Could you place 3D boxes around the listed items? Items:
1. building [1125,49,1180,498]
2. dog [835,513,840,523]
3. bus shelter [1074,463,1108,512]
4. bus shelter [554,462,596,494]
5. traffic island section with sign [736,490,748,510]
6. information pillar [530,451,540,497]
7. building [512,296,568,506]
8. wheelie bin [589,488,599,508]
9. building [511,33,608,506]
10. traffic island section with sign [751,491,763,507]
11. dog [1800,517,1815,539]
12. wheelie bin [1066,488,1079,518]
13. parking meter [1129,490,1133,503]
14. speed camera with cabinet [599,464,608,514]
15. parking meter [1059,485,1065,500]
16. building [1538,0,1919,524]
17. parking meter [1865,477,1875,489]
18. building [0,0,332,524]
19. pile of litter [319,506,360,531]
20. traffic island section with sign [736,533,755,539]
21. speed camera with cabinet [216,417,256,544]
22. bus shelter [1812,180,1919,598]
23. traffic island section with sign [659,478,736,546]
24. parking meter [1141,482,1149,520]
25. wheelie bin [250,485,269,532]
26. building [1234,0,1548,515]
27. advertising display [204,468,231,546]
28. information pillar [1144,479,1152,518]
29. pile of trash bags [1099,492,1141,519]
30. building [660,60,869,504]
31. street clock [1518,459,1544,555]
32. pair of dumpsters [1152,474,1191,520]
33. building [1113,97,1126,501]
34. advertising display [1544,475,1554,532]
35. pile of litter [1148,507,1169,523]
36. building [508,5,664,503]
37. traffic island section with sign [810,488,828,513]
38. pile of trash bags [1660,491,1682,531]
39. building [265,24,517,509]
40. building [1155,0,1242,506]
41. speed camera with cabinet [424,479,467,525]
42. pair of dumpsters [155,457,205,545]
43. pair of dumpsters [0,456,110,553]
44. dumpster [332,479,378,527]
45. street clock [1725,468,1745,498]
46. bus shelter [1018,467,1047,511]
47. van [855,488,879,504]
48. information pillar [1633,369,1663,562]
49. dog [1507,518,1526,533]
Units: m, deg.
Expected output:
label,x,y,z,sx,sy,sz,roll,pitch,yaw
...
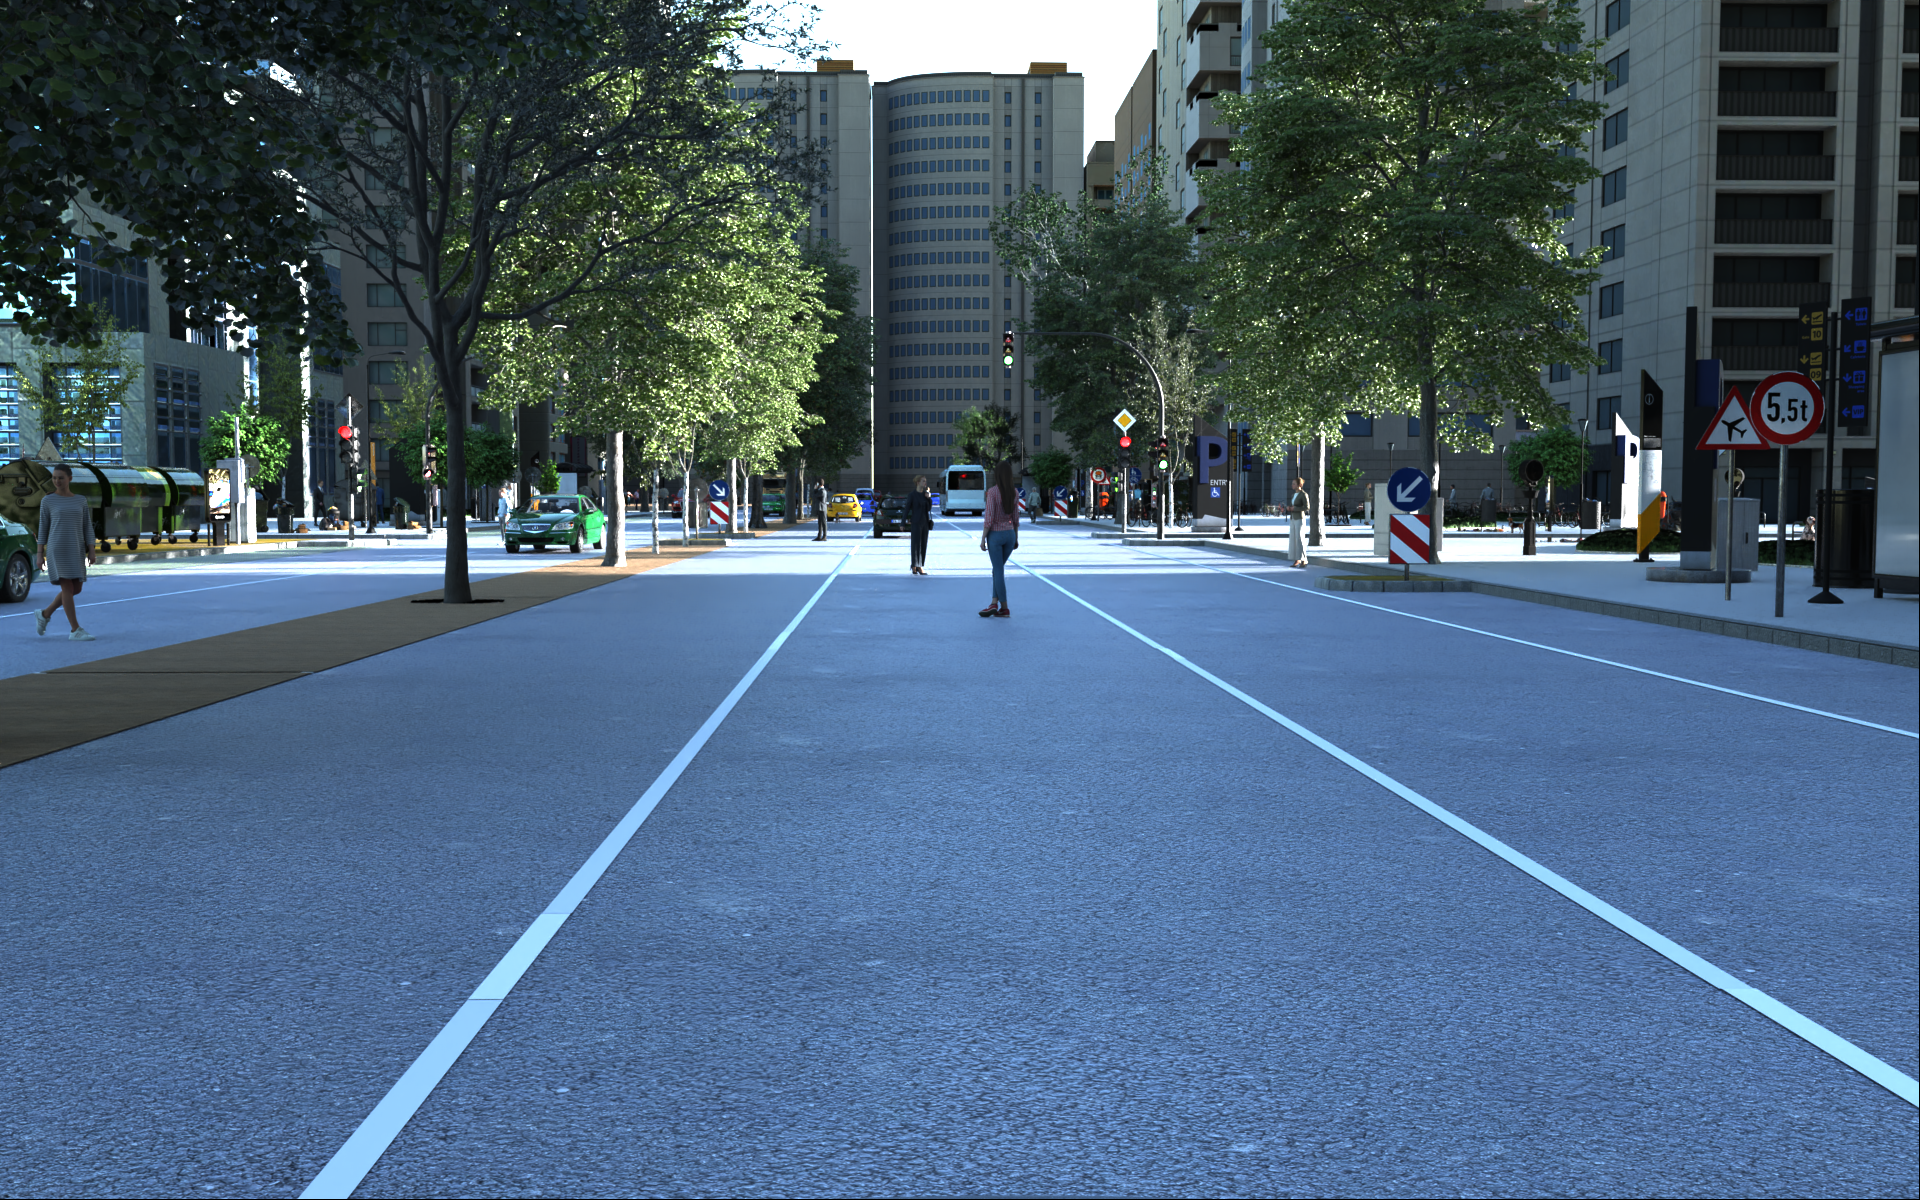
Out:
label,x,y,z,sx,sy,sz,roll,pitch,yaw
building,24.870,-31.945,172.405,14.600,45.320,14.200,0,4,-2
dog,-6.005,-4.018,84.985,0.406,0.507,0.540,-2,4,-35
bus shelter,9.027,-8.780,121.179,2.179,5.291,8.768,0,4,-2
bus shelter,-25.043,-7.230,112.138,2.014,3.302,5.546,0,4,-2
traffic island section with sign,-20.421,-9.164,158.455,1.989,1.847,2.006,0,4,-2
information pillar,-22.904,-6.245,93.464,0.504,3.616,0.183,-2,4,-26
building,-49.644,-18.355,145.141,27.650,21.520,28.899,0,4,-2
wheelie bin,-20.713,-5.470,97.340,0.693,1.594,0.980,0,4,-2
building,-49.034,-34.104,181.305,21.600,48.544,21.300,0,4,-2
traffic island section with sign,-21.361,-10.845,185.949,1.989,1.847,2.006,0,4,-2
dog,17.533,-1.304,35.704,0.800,0.831,0.513,-3,5,-40
wheelie bin,6.030,-5.186,92.700,0.693,1.594,0.980,0,4,-3
parking meter,9.737,-5.551,99.172,0.372,1.533,0.369,0,3,0
speed camera with cabinet,-22.921,-7.230,112.541,0.660,3.252,2.038,-2,4,-27
parking meter,6.373,-6.266,108.156,0.399,1.863,0.255,1,4,12
building,41.621,-39.329,81.289,20.611,71.187,20.563,0,4,-2
parking meter,30.879,-3.240,58.680,0.255,1.863,0.399,-3,4,-37
building,-44.144,-47.039,81.762,22.319,86.520,31.000,0,4,-2
pile of litter,-22.034,-2.910,61.540,1.176,0.858,1.719,3,4,38
traffic island section with sign,-7.731,-2.937,56.152,2.006,1.907,1.989,0,4,-2
speed camera with cabinet,-18.914,-3.113,45.232,0.660,3.252,2.038,-1,4,-12
bus shelter,12.135,-2.580,19.821,2.179,5.291,8.768,0,4,-2
traffic island section with sign,-7.486,-2.484,48.749,2.006,1.907,1.989,0,4,-2
parking meter,9.026,-4.821,84.532,0.255,1.863,0.399,-1,4,-15
wheelie bin,-23.581,-3.064,58.004,0.980,1.594,0.693,3,5,44
building,29.850,-35.218,117.809,21.231,58.520,28.212,0,4,-2
advertising display,-18.402,-2.308,42.952,0.123,1.923,0.974,0,4,8
information pillar,9.241,-4.928,85.071,0.304,2.012,0.304,-1,4,-10
pile of trash bags,8.683,-4.963,90.901,3.447,1.369,1.912,-2,4,-30
building,-26.249,-42.579,238.172,28.212,58.520,21.231,0,4,-2
street clock,11.961,-1.942,36.320,0.471,2.002,0.358,-1,4,-20
pair of dumpsters,10.331,-5.075,85.462,1.574,2.255,4.437,0,4,-2
building,24.341,-32.852,187.240,14.600,45.320,14.200,0,4,-2
advertising display,20.232,-3.320,59.491,0.123,1.923,0.974,1,4,9
pile of litter,9.024,-3.894,77.631,1.176,0.858,1.719,0,4,8
building,-50.876,-48.873,237.326,20.611,71.187,20.563,0,4,-2
traffic island section with sign,-10.329,-7.530,131.246,2.006,1.907,1.989,0,4,-2
pile of trash bags,24.215,-3.086,60.205,1.912,1.369,3.447,1,4,17
building,-39.526,-26.673,119.693,14.154,41.232,14.086,0,4,-2
building,32.359,-34.396,151.614,28.713,52.752,27.495,0,4,-2
speed camera with cabinet,-21.824,-4.797,72.771,2.038,3.252,0.660,-2,4,-31
pair of dumpsters,-20.607,-2.522,43.725,1.574,2.255,4.437,0,4,-2
pair of dumpsters,-19.241,-2.141,37.497,1.574,2.255,4.437,0,4,-2
dumpster,-23.505,-3.763,67.281,1.264,1.857,1.865,0,4,-2
street clock,21.675,-2.688,48.512,0.471,2.002,0.358,3,4,38
bus shelter,5.383,-8.040,125.384,2.014,3.302,5.546,0,4,-2
van,-6.800,-7.175,124.325,2.013,2.044,4.112,0,4,-2
information pillar,12.983,-2.523,32.612,0.504,3.616,0.183,-1,4,-22
dog,18.217,-2.437,56.683,0.540,0.507,0.406,0,4,4
